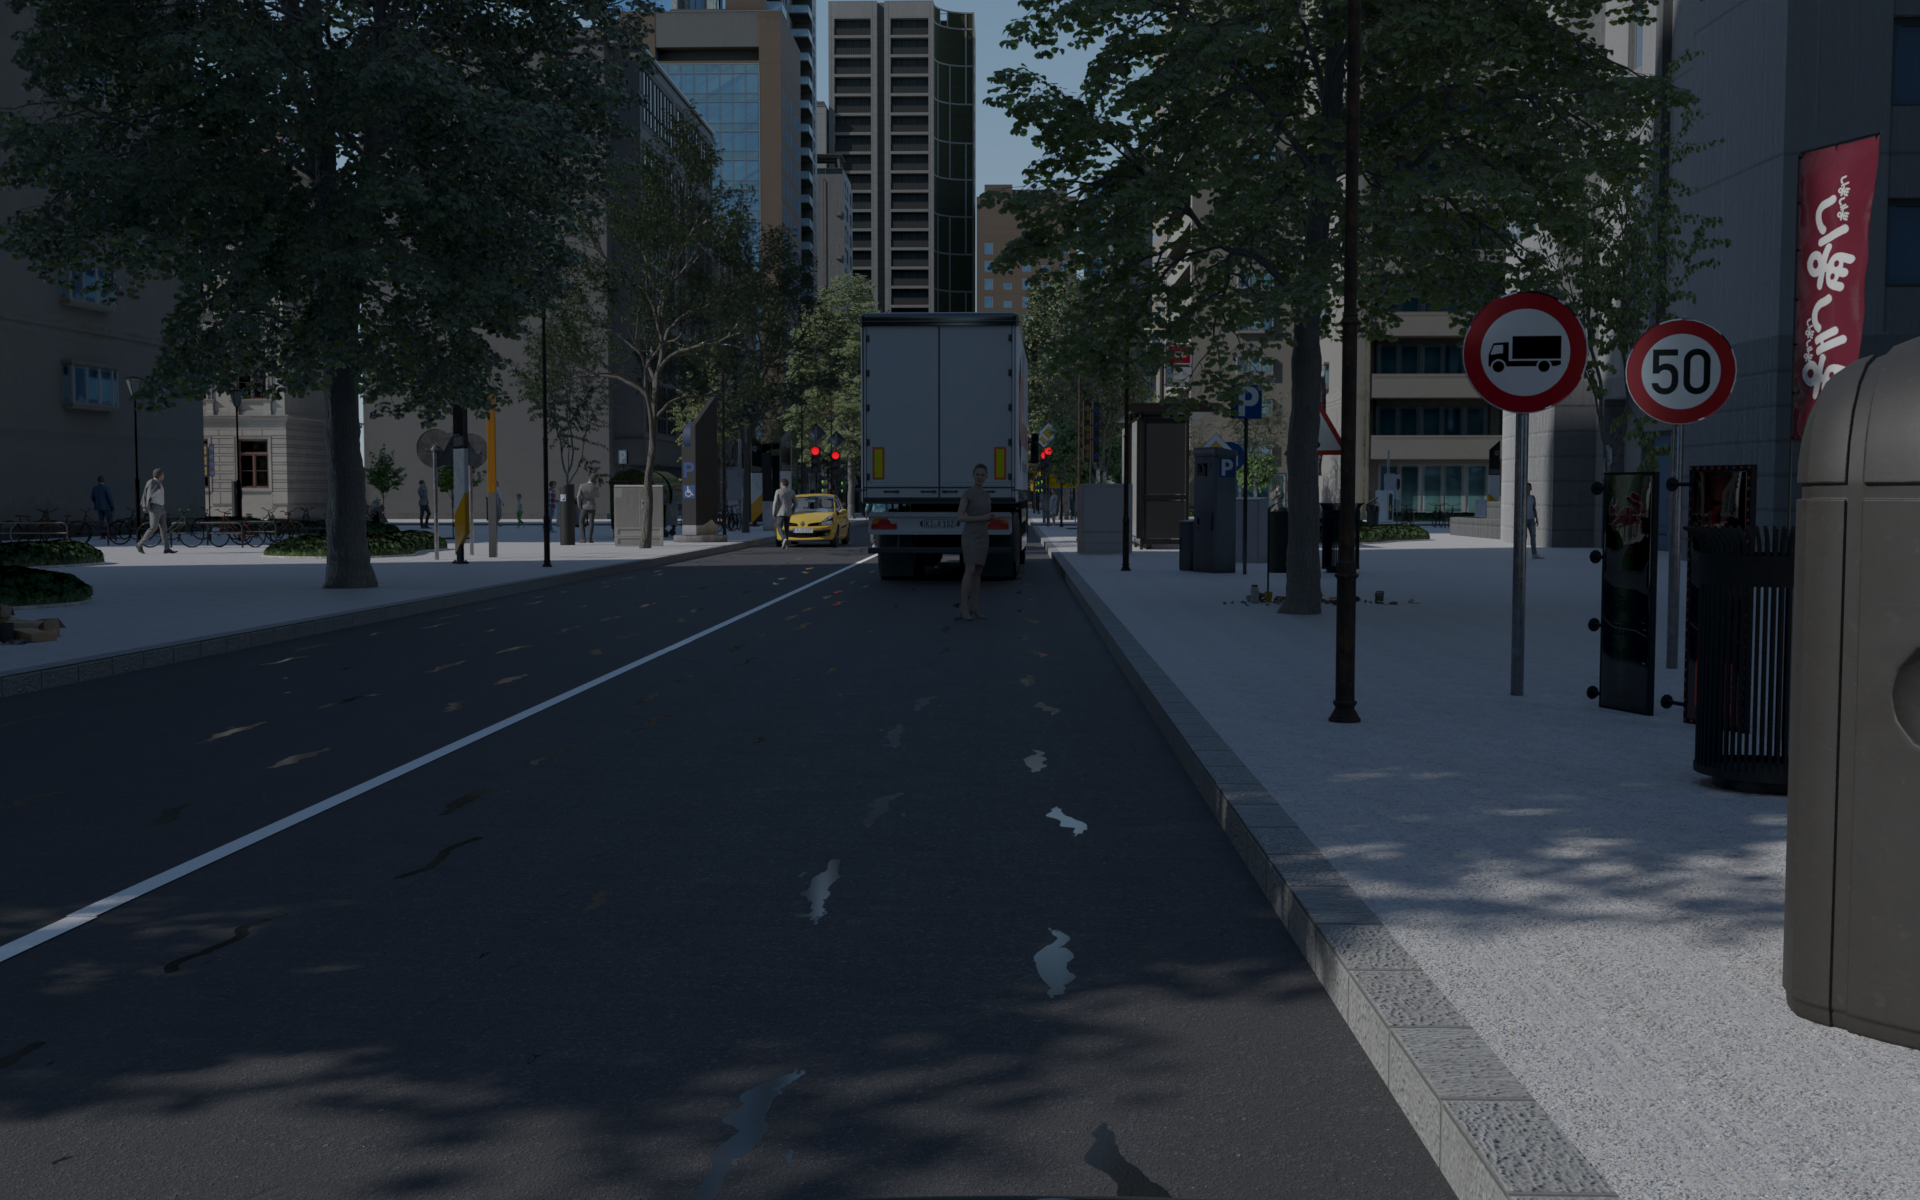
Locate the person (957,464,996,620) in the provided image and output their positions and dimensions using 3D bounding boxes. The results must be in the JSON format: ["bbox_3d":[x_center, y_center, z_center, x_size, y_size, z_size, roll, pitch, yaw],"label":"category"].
[{"bbox_3d":[0.197,-0.674,19.867,0.374,1.781,0.599,3,5,43],"label":"person"}]

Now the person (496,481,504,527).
[{"bbox_3d":[-18.315,-3.792,68.262,0.641,1.798,0.478,-3,5,-42],"label":"person"}]

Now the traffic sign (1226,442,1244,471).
[{"bbox_3d":[6.547,-2.573,42.176,0.768,2.556,0.104,1,4,9],"label":"traffic sign"}]

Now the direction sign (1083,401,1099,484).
[{"bbox_3d":[3.205,-3.084,42.412,0.379,3.537,0.876,2,4,29],"label":"direction sign"}]

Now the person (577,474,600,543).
[{"bbox_3d":[-9.771,-2.401,45.488,0.592,1.802,0.473,0,4,-4],"label":"person"}]

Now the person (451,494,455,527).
[{"bbox_3d":[-18.921,-3.623,65.556,0.850,1.792,0.678,1,4,22],"label":"person"}]

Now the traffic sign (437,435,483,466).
[{"bbox_3d":[-9.334,-1.976,32.308,0.884,2.594,0.081,0,4,5],"label":"traffic sign"}]

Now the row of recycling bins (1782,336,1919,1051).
[{"bbox_3d":[3.687,0.139,4.844,3.534,1.692,1.069,-2,4,-30],"label":"row of recycling bins"}]

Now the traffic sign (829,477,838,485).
[{"bbox_3d":[-8.396,-7.088,115.999,0.768,2.556,0.104,1,4,9],"label":"traffic sign"}]

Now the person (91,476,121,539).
[{"bbox_3d":[-24.358,-2.635,49.311,0.721,1.800,0.419,0,4,2],"label":"person"}]

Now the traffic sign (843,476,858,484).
[{"bbox_3d":[-6.020,-5.837,95.441,0.884,2.594,0.081,0,4,7],"label":"traffic sign"}]

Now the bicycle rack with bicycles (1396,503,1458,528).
[{"bbox_3d":[17.899,-3.242,66.391,2.852,0.926,2.925,1,4,21],"label":"bicycle rack with bicycles"}]

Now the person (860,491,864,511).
[{"bbox_3d":[-6.281,-6.596,114.062,0.709,1.800,0.728,-1,4,-16],"label":"person"}]

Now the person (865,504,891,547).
[{"bbox_3d":[-2.091,-2.180,44.167,0.660,1.820,0.620,0,4,-4],"label":"person"}]

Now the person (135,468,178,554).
[{"bbox_3d":[-17.292,-1.901,37.223,0.850,1.850,0.679,-1,4,-10],"label":"person"}]

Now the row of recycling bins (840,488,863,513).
[{"bbox_3d":[-7.306,-6.780,117.961,1.069,1.692,3.534,2,4,34],"label":"row of recycling bins"}]

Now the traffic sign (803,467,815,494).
[{"bbox_3d":[-7.048,-4.932,80.740,0.768,2.556,0.104,1,4,8],"label":"traffic sign"}]

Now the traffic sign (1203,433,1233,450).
[{"bbox_3d":[5.567,-2.314,37.572,0.795,2.593,0.064,0,4,6],"label":"traffic sign"}]

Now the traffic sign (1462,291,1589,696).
[{"bbox_3d":[3.553,-0.664,10.968,0.768,2.556,0.104,0,4,7],"label":"traffic sign"}]

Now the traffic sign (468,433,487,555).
[{"bbox_3d":[-10.268,-2.217,36.356,0.768,2.556,0.104,0,4,2],"label":"traffic sign"}]

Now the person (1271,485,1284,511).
[{"bbox_3d":[18.667,-5.881,102.164,0.822,1.834,0.622,1,4,13],"label":"person"}]

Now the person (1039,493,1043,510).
[{"bbox_3d":[6.458,-8.161,139.681,0.606,1.804,0.583,-3,5,-44],"label":"person"}]

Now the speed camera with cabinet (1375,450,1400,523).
[{"bbox_3d":[19.126,-5.079,77.381,0.660,3.252,2.038,2,4,29],"label":"speed camera with cabinet"}]

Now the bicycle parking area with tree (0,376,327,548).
[{"bbox_3d":[-20.106,-3.544,44.949,9.016,4.147,8.231,1,4,17],"label":"bicycle parking area with tree"}]

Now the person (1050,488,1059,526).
[{"bbox_3d":[3.976,-3.925,73.682,0.522,1.701,0.512,-2,4,-26],"label":"person"}]

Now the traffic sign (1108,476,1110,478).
[{"bbox_3d":[5.478,-4.159,67.996,0.884,2.594,0.081,0,4,5],"label":"traffic sign"}]

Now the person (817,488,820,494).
[{"bbox_3d":[-11.738,-8.320,142.617,0.519,1.759,0.362,3,5,39],"label":"person"}]

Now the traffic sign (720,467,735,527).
[{"bbox_3d":[-8.740,-3.856,65.172,0.606,2.300,0.079,0,4,6],"label":"traffic sign"}]

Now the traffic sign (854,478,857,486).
[{"bbox_3d":[-7.887,-7.778,127.271,0.768,2.556,0.104,0,4,3],"label":"traffic sign"}]

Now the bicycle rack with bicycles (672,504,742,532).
[{"bbox_3d":[-8.510,-2.856,60.073,2.852,0.926,2.925,2,4,30],"label":"bicycle rack with bicycles"}]

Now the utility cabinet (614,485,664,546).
[{"bbox_3d":[-7.871,-2.066,42.459,1.173,1.500,0.318,-1,4,-10],"label":"utility cabinet"}]

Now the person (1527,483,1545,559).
[{"bbox_3d":[11.278,-1.571,34.325,0.503,1.515,0.523,-3,4,-36],"label":"person"}]

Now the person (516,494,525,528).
[{"bbox_3d":[-16.533,-3.354,65.135,0.306,1.304,0.590,2,4,26],"label":"person"}]

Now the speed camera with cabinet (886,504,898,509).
[{"bbox_3d":[-4.833,-9.004,141.543,2.038,3.252,0.660,-3,4,-37],"label":"speed camera with cabinet"}]

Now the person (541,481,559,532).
[{"bbox_3d":[-13.681,-3.114,57.793,0.643,1.720,0.563,-1,4,-20],"label":"person"}]

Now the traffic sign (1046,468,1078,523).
[{"bbox_3d":[4.852,-5.118,77.557,2.265,3.308,0.079,1,4,10],"label":"traffic sign"}]

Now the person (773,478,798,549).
[{"bbox_3d":[-4.541,-2.250,45.140,0.661,1.843,0.795,-2,4,-23],"label":"person"}]

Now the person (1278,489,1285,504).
[{"bbox_3d":[21.527,-6.769,116.702,0.713,1.824,0.794,1,4,17],"label":"person"}]

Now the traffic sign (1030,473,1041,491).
[{"bbox_3d":[7.124,-9.443,148.267,2.265,3.308,0.079,1,4,11],"label":"traffic sign"}]

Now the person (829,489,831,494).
[{"bbox_3d":[-13.417,-10.548,178.522,0.705,1.822,1.348,0,4,-2],"label":"person"}]

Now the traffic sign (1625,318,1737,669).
[{"bbox_3d":[5.240,-0.768,12.669,0.768,2.556,0.104,1,4,10],"label":"traffic sign"}]

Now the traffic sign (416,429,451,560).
[{"bbox_3d":[-10.215,-2.057,33.743,0.768,2.556,0.104,0,4,4],"label":"traffic sign"}]

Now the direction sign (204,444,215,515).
[{"bbox_3d":[-33.830,-5.261,78.013,0.876,3.537,0.379,2,4,35],"label":"direction sign"}]

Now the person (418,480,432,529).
[{"bbox_3d":[-19.822,-3.541,64.124,0.473,1.802,0.592,1,4,16],"label":"person"}]

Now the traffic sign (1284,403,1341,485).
[{"bbox_3d":[4.897,-1.456,23.813,0.884,2.594,0.081,1,4,9],"label":"traffic sign"}]

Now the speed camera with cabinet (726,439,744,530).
[{"bbox_3d":[-8.132,-4.186,62.779,0.660,3.252,2.038,0,4,-5],"label":"speed camera with cabinet"}]
